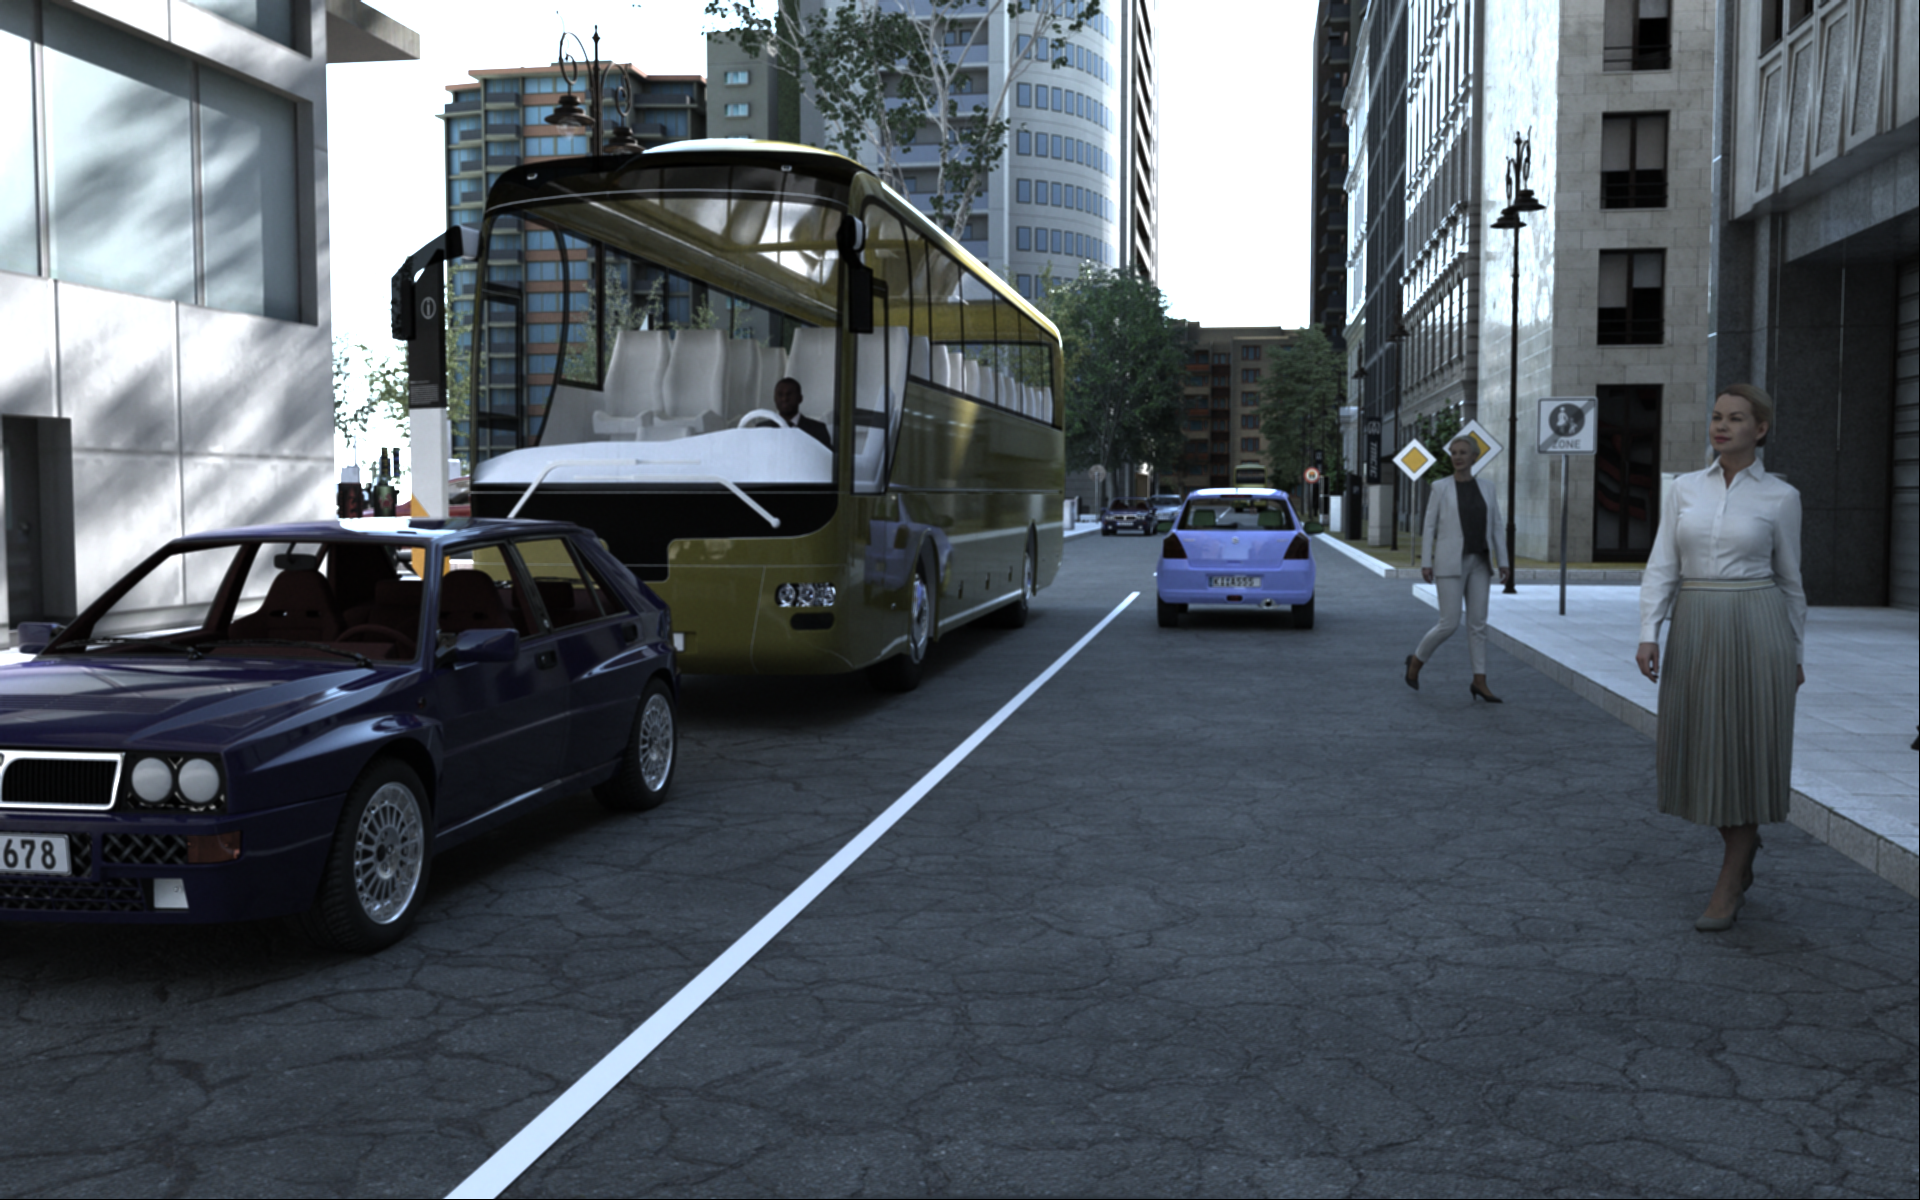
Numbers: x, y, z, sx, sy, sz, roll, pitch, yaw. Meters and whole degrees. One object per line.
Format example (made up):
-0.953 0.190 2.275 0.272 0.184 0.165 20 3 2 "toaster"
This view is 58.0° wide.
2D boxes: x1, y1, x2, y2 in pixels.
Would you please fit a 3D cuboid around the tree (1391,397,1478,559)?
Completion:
9.734 -2.439 34.486 1.663 3.219 1.824 0 3 0 "tree"

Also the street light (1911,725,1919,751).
4.874 -2.185 8.512 0.468 5.910 1.993 1 4 9 "street light"

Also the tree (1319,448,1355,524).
15.855 -4.824 73.477 1.663 3.219 1.824 0 3 0 "tree"

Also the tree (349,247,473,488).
-15.894 -6.189 51.546 4.737 8.622 4.395 0 3 0 "tree"

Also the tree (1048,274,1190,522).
6.868 -9.494 80.976 9.928 11.665 9.643 0 3 0 "tree"

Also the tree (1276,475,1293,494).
30.269 -10.125 160.141 1.663 3.219 1.824 0 3 0 "tree"

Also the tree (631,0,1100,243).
-1.831 -11.364 41.696 12.611 20.169 13.585 0 3 0 "tree"

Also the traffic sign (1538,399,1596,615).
6.393 -0.990 18.318 0.606 2.300 0.079 1 4 11 "traffic sign"

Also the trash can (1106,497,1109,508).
8.379 -5.331 98.811 0.748 1.137 0.748 0 3 0 "trash can"

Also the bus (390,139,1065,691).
-0.928 -1.493 15.966 2.896 3.916 12.252 1 4 10 "bus"

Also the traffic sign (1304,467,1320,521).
16.658 -5.010 82.017 0.768 2.556 0.104 1 4 13 "traffic sign"

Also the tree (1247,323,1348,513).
22.887 -12.014 114.557 7.486 12.596 7.792 0 3 0 "tree"

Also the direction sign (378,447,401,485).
-27.201 -5.553 82.795 0.876 3.537 0.379 -1 4 -17 "direction sign"

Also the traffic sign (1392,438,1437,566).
8.095 -1.668 30.906 0.795 2.450 0.064 1 4 9 "traffic sign"

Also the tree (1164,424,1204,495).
22.875 -13.936 178.209 4.360 8.622 3.978 0 3 0 "tree"

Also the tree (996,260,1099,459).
2.090 -6.333 53.901 4.737 8.622 4.395 0 3 0 "tree"

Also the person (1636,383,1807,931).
2.614 0.175 5.872 0.641 1.798 0.478 -3 5 -43 "person"

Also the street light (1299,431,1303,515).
20.663 -8.043 104.297 0.468 5.910 1.993 1 4 9 "street light"

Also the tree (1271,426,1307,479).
34.454 -14.141 181.567 4.737 8.622 4.395 0 3 0 "tree"

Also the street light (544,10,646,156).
-3.578 -2.717 17.205 0.468 5.910 1.993 1 4 9 "street light"

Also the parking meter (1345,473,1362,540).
11.009 -2.613 48.432 0.399 1.863 0.255 -1 4 -20 "parking meter"

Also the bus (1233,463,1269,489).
23.128 -8.946 137.820 2.896 3.916 12.252 1 4 10 "bus"

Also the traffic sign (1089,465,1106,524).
5.924 -4.568 74.798 0.768 2.556 0.104 1 4 12 "traffic sign"

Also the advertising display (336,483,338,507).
-34.300 -5.571 96.296 0.974 1.923 0.123 -2 4 -28 "advertising display"

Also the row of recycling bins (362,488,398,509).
-37.986 -6.405 111.828 1.069 1.692 3.534 3 5 39 "row of recycling bins"

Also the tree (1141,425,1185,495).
14.982 -11.081 131.538 4.737 8.622 4.395 0 3 0 "tree"

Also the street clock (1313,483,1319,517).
20.200 -5.735 98.330 0.358 2.002 0.471 0 4 -6 "street clock"

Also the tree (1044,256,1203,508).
8.072 -11.331 91.911 9.857 13.997 8.962 0 3 0 "tree"

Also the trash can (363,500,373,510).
-14.599 -1.853 41.948 0.748 1.137 0.748 0 3 0 "trash can"

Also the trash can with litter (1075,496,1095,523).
5.298 -4.132 78.616 1.678 1.210 2.233 0 4 4 "trash can with litter"

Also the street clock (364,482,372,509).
-35.018 -5.993 102.559 0.471 2.002 0.358 2 4 35 "street clock"

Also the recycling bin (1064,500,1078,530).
3.671 -3.000 61.605 0.722 1.027 0.722 1 4 14 "recycling bin"

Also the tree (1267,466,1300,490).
32.591 -11.674 174.583 4.285 4.588 4.351 0 3 0 "tree"

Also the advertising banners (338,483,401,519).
-8.530 -1.718 24.278 0.090 3.025 2.074 1 4 19 "advertising banners"

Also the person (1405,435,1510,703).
3.487 -0.232 12.167 0.514 1.842 0.818 -2 4 -29 "person"

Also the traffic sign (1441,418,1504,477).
6.795 -1.186 23.027 0.795 2.450 0.064 1 4 9 "traffic sign"

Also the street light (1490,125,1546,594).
7.111 -3.024 22.228 0.468 5.910 1.993 1 4 9 "street light"

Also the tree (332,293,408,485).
-22.257 -6.886 62.944 4.360 8.622 3.978 0 3 0 "tree"
